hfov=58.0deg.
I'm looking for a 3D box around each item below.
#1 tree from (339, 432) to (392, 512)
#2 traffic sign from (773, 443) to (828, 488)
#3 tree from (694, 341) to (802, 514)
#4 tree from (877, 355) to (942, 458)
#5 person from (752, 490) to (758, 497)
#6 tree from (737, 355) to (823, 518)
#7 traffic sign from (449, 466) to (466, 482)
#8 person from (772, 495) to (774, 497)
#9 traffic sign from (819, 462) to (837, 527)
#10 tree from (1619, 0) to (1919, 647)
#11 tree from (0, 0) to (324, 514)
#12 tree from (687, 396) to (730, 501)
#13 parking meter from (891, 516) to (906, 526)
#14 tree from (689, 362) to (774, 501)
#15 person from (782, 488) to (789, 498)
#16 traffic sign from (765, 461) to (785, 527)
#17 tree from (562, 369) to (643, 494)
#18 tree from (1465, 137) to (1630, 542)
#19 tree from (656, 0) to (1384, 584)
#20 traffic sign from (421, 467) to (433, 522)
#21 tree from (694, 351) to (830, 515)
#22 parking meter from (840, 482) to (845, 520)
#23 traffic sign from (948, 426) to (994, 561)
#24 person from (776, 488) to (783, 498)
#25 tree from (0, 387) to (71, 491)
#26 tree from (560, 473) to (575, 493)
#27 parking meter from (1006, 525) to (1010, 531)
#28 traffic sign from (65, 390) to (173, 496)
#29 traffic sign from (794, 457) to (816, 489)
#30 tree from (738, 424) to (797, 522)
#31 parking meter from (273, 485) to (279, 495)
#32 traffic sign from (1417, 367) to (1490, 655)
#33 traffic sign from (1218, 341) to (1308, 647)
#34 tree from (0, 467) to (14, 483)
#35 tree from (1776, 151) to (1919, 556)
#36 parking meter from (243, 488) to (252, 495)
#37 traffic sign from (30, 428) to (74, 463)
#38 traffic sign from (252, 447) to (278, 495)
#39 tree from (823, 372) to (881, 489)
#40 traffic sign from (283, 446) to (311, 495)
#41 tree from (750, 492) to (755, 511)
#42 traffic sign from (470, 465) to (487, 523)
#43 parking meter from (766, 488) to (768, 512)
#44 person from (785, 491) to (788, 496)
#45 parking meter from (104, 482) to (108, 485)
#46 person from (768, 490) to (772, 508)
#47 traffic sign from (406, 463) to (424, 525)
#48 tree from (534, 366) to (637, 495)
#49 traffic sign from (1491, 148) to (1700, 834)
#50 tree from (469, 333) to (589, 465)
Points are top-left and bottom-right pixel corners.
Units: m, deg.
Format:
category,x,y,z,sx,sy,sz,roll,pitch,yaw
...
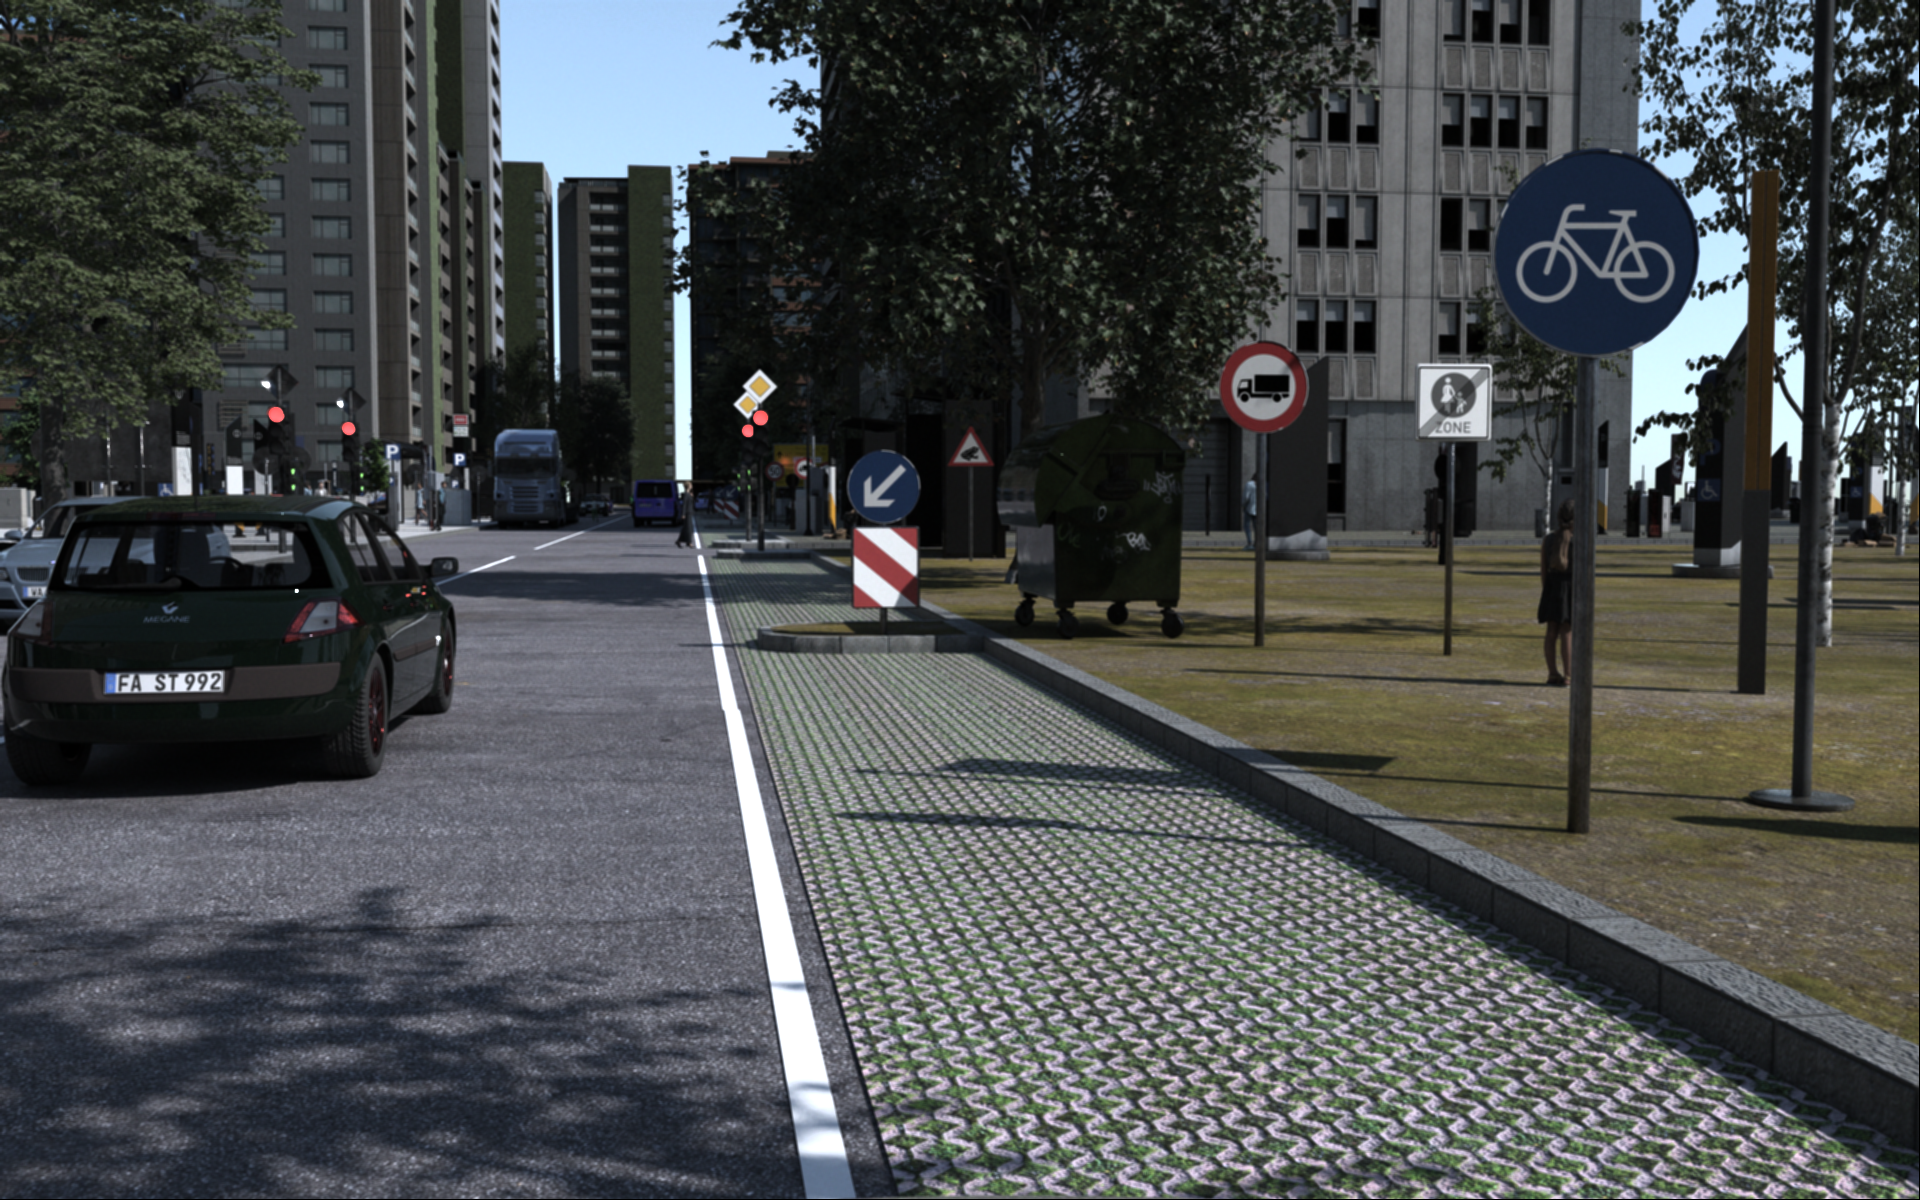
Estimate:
category,x,y,z,sx,sy,sz,roll,pitch,yaw
tree,-18.132,-3.624,53.848,1.663,3.219,1.824,0,3,0
traffic sign,-6.377,-4.636,69.667,2.265,3.308,0.079,0,4,-4
tree,-13.994,-12.016,114.585,7.486,12.596,7.792,0,3,0
tree,-1.906,-7.909,79.666,4.360,8.622,3.978,0,3,0
person,-16.785,-8.400,144.111,1.217,1.736,0.721,1,4,23
tree,-10.152,-8.692,92.484,4.737,8.622,4.395,0,3,0
traffic sign,-22.235,-4.669,76.342,0.884,2.594,0.081,0,4,-6
person,-20.224,-11.374,191.945,1.348,1.831,0.705,1,4,19
traffic sign,-5.232,-4.173,68.330,0.768,2.556,0.104,0,4,-5
tree,7.375,-3.926,14.561,4.360,8.622,3.978,0,3,0
tree,-13.509,-6.578,25.676,7.486,12.596,7.792,0,3,0
tree,-22.209,-14.592,164.333,9.928,11.665,9.643,0,3,0
parking meter,-1.741,-2.614,48.447,0.399,1.863,0.255,1,4,20
tree,-19.845,-15.186,154.954,9.857,13.997,8.962,0,3,0
person,-14.693,-8.516,145.293,0.705,1.823,1.348,1,4,15
traffic sign,-7.237,-4.137,67.753,0.768,2.556,0.104,0,4,0
tree,-37.355,-16.634,178.613,9.857,13.997,8.962,0,3,0
tree,12.594,-5.290,36.862,4.737,8.622,4.395,0,3,0
tree,1.032,-6.576,24.528,9.611,12.733,9.660,0,3,0
traffic sign,-24.519,-4.854,79.471,0.768,2.556,0.104,0,4,-7
tree,-11.786,-10.437,105.056,8.767,10.594,7.601,0,4,-2
parking meter,-5.729,-4.857,85.117,0.255,1.863,0.399,-1,4,-18
traffic sign,0.208,-2.018,32.993,0.884,2.594,0.081,0,4,0
person,-14.383,-8.029,137.406,0.705,1.812,1.348,2,4,34
tree,-24.773,-3.919,47.782,4.285,4.588,4.351,0,3,0
tree,-32.304,-8.919,140.419,1.663,3.219,1.824,0,3,0
parking meter,1.667,-3.347,60.439,0.399,1.863,0.255,0,4,-1
traffic sign,-16.424,-2.460,34.089,2.265,3.308,0.079,0,4,-2
traffic sign,-5.343,-3.652,59.821,0.768,2.556,0.104,0,4,-6
tree,-8.940,-5.952,81.035,4.285,4.588,4.351,0,3,0
parking meter,-45.395,-6.685,115.017,0.399,1.863,0.255,1,4,14
traffic sign,3.881,-0.709,13.718,0.606,2.300,0.079,0,4,-4
traffic sign,2.520,-0.881,14.505,0.768,2.556,0.104,0,4,-7
tree,-56.521,-6.535,101.456,1.663,3.219,1.824,0,3,0
tree,19.553,-5.244,36.102,4.737,8.622,4.395,0,3,0
parking meter,-31.525,-4.175,76.670,0.372,1.533,0.369,0,3,0
traffic sign,-16.736,-1.947,31.939,0.768,2.556,0.104,0,4,-4
traffic sign,-18.604,-2.836,46.472,0.768,2.556,0.104,0,4,0
tree,-6.602,-9.087,98.940,4.737,8.622,4.395,0,3,0
traffic sign,-17.699,-2.821,46.222,0.768,2.556,0.104,0,4,-4
tree,-16.271,-8.583,134.925,1.663,3.219,1.824,0,3,0
traffic sign,-21.238,-4.668,76.426,0.768,2.556,0.104,0,4,1
parking meter,-12.266,-6.342,109.398,0.255,1.863,0.399,-1,4,-12
person,-15.944,-9.240,157.779,0.621,1.740,0.551,1,4,19
parking meter,-41.355,-4.795,84.109,0.255,1.863,0.399,0,4,-2
person,-17.731,-9.418,160.742,0.721,1.743,1.217,0,4,1
traffic sign,-22.379,-4.353,71.280,0.768,2.556,0.104,-1,4,-9
tree,-36.178,-15.648,166.209,12.009,13.543,11.850,0,3,0
traffic sign,2.348,-0.391,6.500,0.768,2.556,0.104,0,4,0
tree,-24.730,-10.117,99.822,8.767,10.594,7.601,3,5,42
